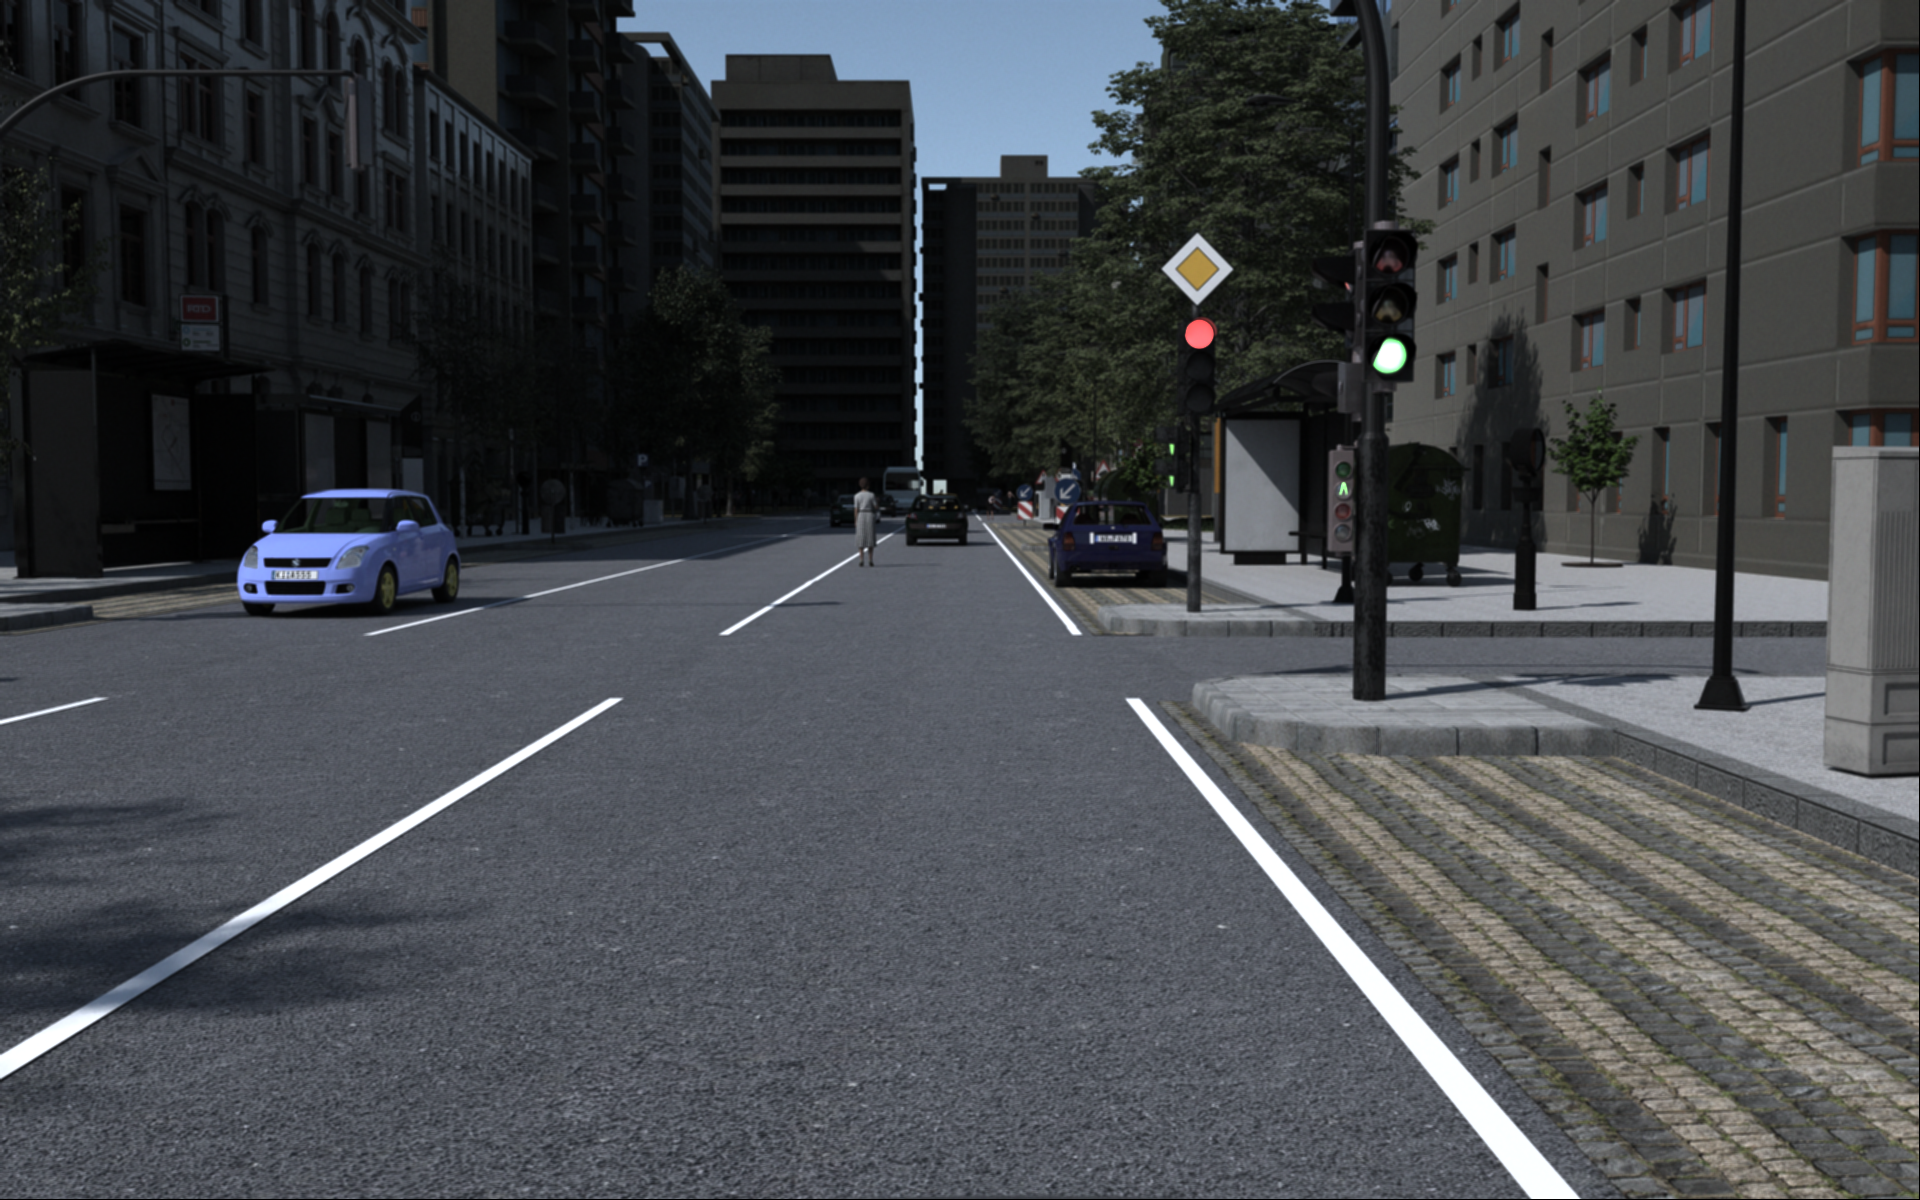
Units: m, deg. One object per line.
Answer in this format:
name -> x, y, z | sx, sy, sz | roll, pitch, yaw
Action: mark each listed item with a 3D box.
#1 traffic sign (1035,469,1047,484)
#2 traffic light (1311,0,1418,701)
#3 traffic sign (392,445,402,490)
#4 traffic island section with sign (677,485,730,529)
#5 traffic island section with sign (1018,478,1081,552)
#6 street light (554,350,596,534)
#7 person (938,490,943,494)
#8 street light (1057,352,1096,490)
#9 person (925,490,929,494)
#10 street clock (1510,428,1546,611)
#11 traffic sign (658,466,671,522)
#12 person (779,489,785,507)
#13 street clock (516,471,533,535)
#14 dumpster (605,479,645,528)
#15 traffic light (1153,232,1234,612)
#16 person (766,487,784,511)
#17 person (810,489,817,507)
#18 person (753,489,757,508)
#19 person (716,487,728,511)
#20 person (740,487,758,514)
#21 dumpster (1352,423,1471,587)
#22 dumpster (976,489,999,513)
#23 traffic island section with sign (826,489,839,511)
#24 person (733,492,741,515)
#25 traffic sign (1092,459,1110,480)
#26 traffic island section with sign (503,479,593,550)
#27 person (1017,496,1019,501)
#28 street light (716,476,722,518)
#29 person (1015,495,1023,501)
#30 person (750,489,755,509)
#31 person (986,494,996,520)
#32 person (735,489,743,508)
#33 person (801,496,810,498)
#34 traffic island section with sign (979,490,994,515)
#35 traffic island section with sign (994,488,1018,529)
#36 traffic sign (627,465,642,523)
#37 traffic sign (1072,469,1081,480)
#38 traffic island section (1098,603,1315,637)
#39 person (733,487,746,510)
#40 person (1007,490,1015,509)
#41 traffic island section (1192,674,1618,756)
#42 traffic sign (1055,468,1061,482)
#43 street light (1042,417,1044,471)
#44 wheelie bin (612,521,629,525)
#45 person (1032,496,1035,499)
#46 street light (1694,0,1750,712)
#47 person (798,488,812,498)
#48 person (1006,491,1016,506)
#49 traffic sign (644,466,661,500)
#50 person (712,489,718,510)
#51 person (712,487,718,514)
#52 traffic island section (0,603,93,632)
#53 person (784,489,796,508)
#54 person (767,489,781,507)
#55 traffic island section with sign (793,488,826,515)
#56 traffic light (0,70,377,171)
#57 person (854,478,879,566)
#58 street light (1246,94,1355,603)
traffic sign -> 4.385, -5.570, 91.070 | 0.884, 2.594, 0.081 | 0, 4, 5
traffic light -> 0.440, -2.197, 10.594 | 4.771, 5.953, 1.251 | 0, 3, 0
traffic sign -> -14.646, -2.749, 45.059 | 0.768, 2.556, 0.104 | 0, 4, 3
traffic island section with sign -> -10.588, -3.866, 71.842 | 1.989, 1.847, 2.006 | 0, 3, 0
traffic island section with sign -> 2.557, -2.147, 43.735 | 1.989, 1.847, 2.006 | 0, 3, 0
street light -> -12.416, -5.098, 55.887 | 1.470, 5.913, 1.316 | 0, 3, 0
person -> -1.520, -7.547, 132.336 | 0.683, 1.767, 0.568 | 0, 4, 2
street light -> 3.887, -5.162, 56.944 | 1.470, 5.913, 1.316 | 0, 3, 0
person -> -2.966, -9.537, 164.297 | 0.599, 1.838, 0.709 | 2, 4, 29
street clock -> 6.253, -0.890, 19.120 | 0.358, 2.002, 0.471 | 3, 5, 39
traffic sign -> -13.479, -4.798, 78.549 | 0.768, 2.556, 0.104 | 1, 4, 9
person -> -17.462, -9.953, 169.494 | 0.721, 1.735, 1.217 | 1, 4, 20
street clock -> -13.746, -3.069, 54.749 | 0.471, 2.002, 0.358 | 0, 4, 4
dumpster -> -12.948, -3.737, 66.860 | 1.264, 1.857, 1.865 | 0, 3, 0
traffic light -> 2.526, -1.823, 18.722 | 0.839, 4.253, 0.868 | 0, 3, 0
person -> -13.970, -7.639, 130.951 | 1.348, 1.822, 0.705 | 0, 4, -1
person -> -14.057, -9.845, 167.092 | 0.705, 1.814, 1.350 | -2, 4, -33
person -> -19.353, -9.499, 161.871 | 0.721, 1.766, 1.217 | 3, 4, 37
person -> -18.074, -7.690, 131.789 | 1.348, 1.823, 0.705 | 1, 4, 9
person -> -13.616, -6.404, 111.464 | 1.217, 1.735, 0.721 | -1, 4, -13
dumpster -> 6.283, -1.354, 24.635 | 1.502, 2.255, 1.985 | 0, 3, 0
dumpster -> 2.155, -7.665, 133.538 | 1.865, 1.857, 1.264 | 0, 4, 1
traffic island section with sign -> -10.659, -8.527, 148.037 | 1.989, 1.847, 2.006 | 0, 3, 0
person -> -13.593, -5.861, 105.103 | 0.697, 1.427, 0.421 | -2, 4, -32
traffic sign -> 5.386, -3.977, 65.026 | 0.884, 2.594, 0.081 | 1, 4, 9
traffic island section with sign -> -10.571, -2.205, 44.673 | 1.989, 1.847, 2.006 | 0, 3, 0
person -> 5.052, -8.508, 146.069 | 0.541, 1.710, 0.530 | -1, 4, -17
street light -> -12.360, -7.338, 92.524 | 1.470, 5.913, 1.316 | 0, 3, 0
person -> 5.119, -8.454, 144.991 | 1.217, 1.736, 0.721 | 2, 4, 26
person -> -18.227, -8.875, 151.021 | 0.599, 1.838, 0.709 | 0, 4, 4
person -> 1.747, -5.167, 96.175 | 0.799, 1.438, 0.628 | 2, 4, 31
person -> -21.257, -9.731, 165.286 | 1.348, 1.807, 0.705 | -3, 5, -44
person -> -14.187, -9.388, 159.550 | 0.705, 1.823, 1.348 | 2, 4, 27
traffic island section with sign -> 2.493, -6.885, 121.205 | 1.989, 1.847, 2.006 | 0, 3, 0
traffic island section with sign -> 2.525, -3.809, 70.900 | 1.989, 1.847, 2.006 | 0, 3, 0
traffic sign -> -14.572, -4.752, 77.698 | 0.884, 2.594, 0.081 | 0, 4, 1
traffic sign -> 5.744, -5.343, 87.459 | 0.768, 2.556, 0.104 | 1, 4, 9
traffic island section -> 2.566, 0.211, 18.836 | 2.009, 0.180, 2.903 | 0, 3, 0
person -> -17.341, -7.927, 135.731 | 1.350, 1.814, 0.705 | -1, 4, -20
person -> 4.409, -8.760, 149.976 | 0.721, 1.736, 1.217 | -2, 4, -31
traffic island section -> 2.572, 0.699, 10.851 | 2.009, 0.180, 2.903 | 0, 3, 0
traffic sign -> 4.999, -5.182, 84.837 | 0.768, 2.556, 0.104 | 0, 4, 7
street light -> 3.969, -7.421, 93.870 | 1.470, 5.913, 1.316 | 0, 3, 0
wheelie bin -> -14.072, -3.901, 71.692 | 0.693, 1.594, 0.980 | -2, 4, -34
person -> 6.094, -7.710, 132.814 | 1.217, 1.735, 0.721 | 2, 4, 33
street light -> 4.026, -2.304, 10.212 | 1.470, 5.913, 1.316 | 0, 3, 0
person -> -13.431, -8.827, 149.997 | 1.348, 1.869, 0.705 | 0, 4, -5
person -> 5.089, -10.015, 170.501 | 1.217, 1.735, 0.721 | 1, 4, 14
traffic sign -> -13.713, -4.719, 77.259 | 0.768, 2.556, 0.104 | 1, 4, 8
person -> -19.490, -8.035, 138.355 | 0.756, 1.711, 0.436 | -2, 4, -31
person -> -15.748, -6.365, 110.801 | 0.721, 1.739, 1.217 | -1, 4, -12
traffic island section -> -10.876, 0.211, 18.831 | 2.009, 0.180, 2.903 | 0, 3, 0
person -> -15.795, -9.409, 160.702 | 1.217, 1.723, 0.721 | 0, 4, 1
person -> -17.998, -9.855, 167.307 | 1.348, 1.807, 0.705 | 0, 4, -5
traffic island section with sign -> -10.630, -6.878, 121.082 | 1.989, 1.847, 2.006 | 0, 3, 0
traffic light -> -8.744, -2.695, 18.733 | 4.771, 5.953, 1.251 | 0, 3, 0
person -> -1.841, -1.543, 34.305 | 0.480, 1.755, 0.524 | 0, 4, 2
street light -> 4.028, -2.921, 20.308 | 1.470, 5.913, 1.316 | 0, 3, 0
